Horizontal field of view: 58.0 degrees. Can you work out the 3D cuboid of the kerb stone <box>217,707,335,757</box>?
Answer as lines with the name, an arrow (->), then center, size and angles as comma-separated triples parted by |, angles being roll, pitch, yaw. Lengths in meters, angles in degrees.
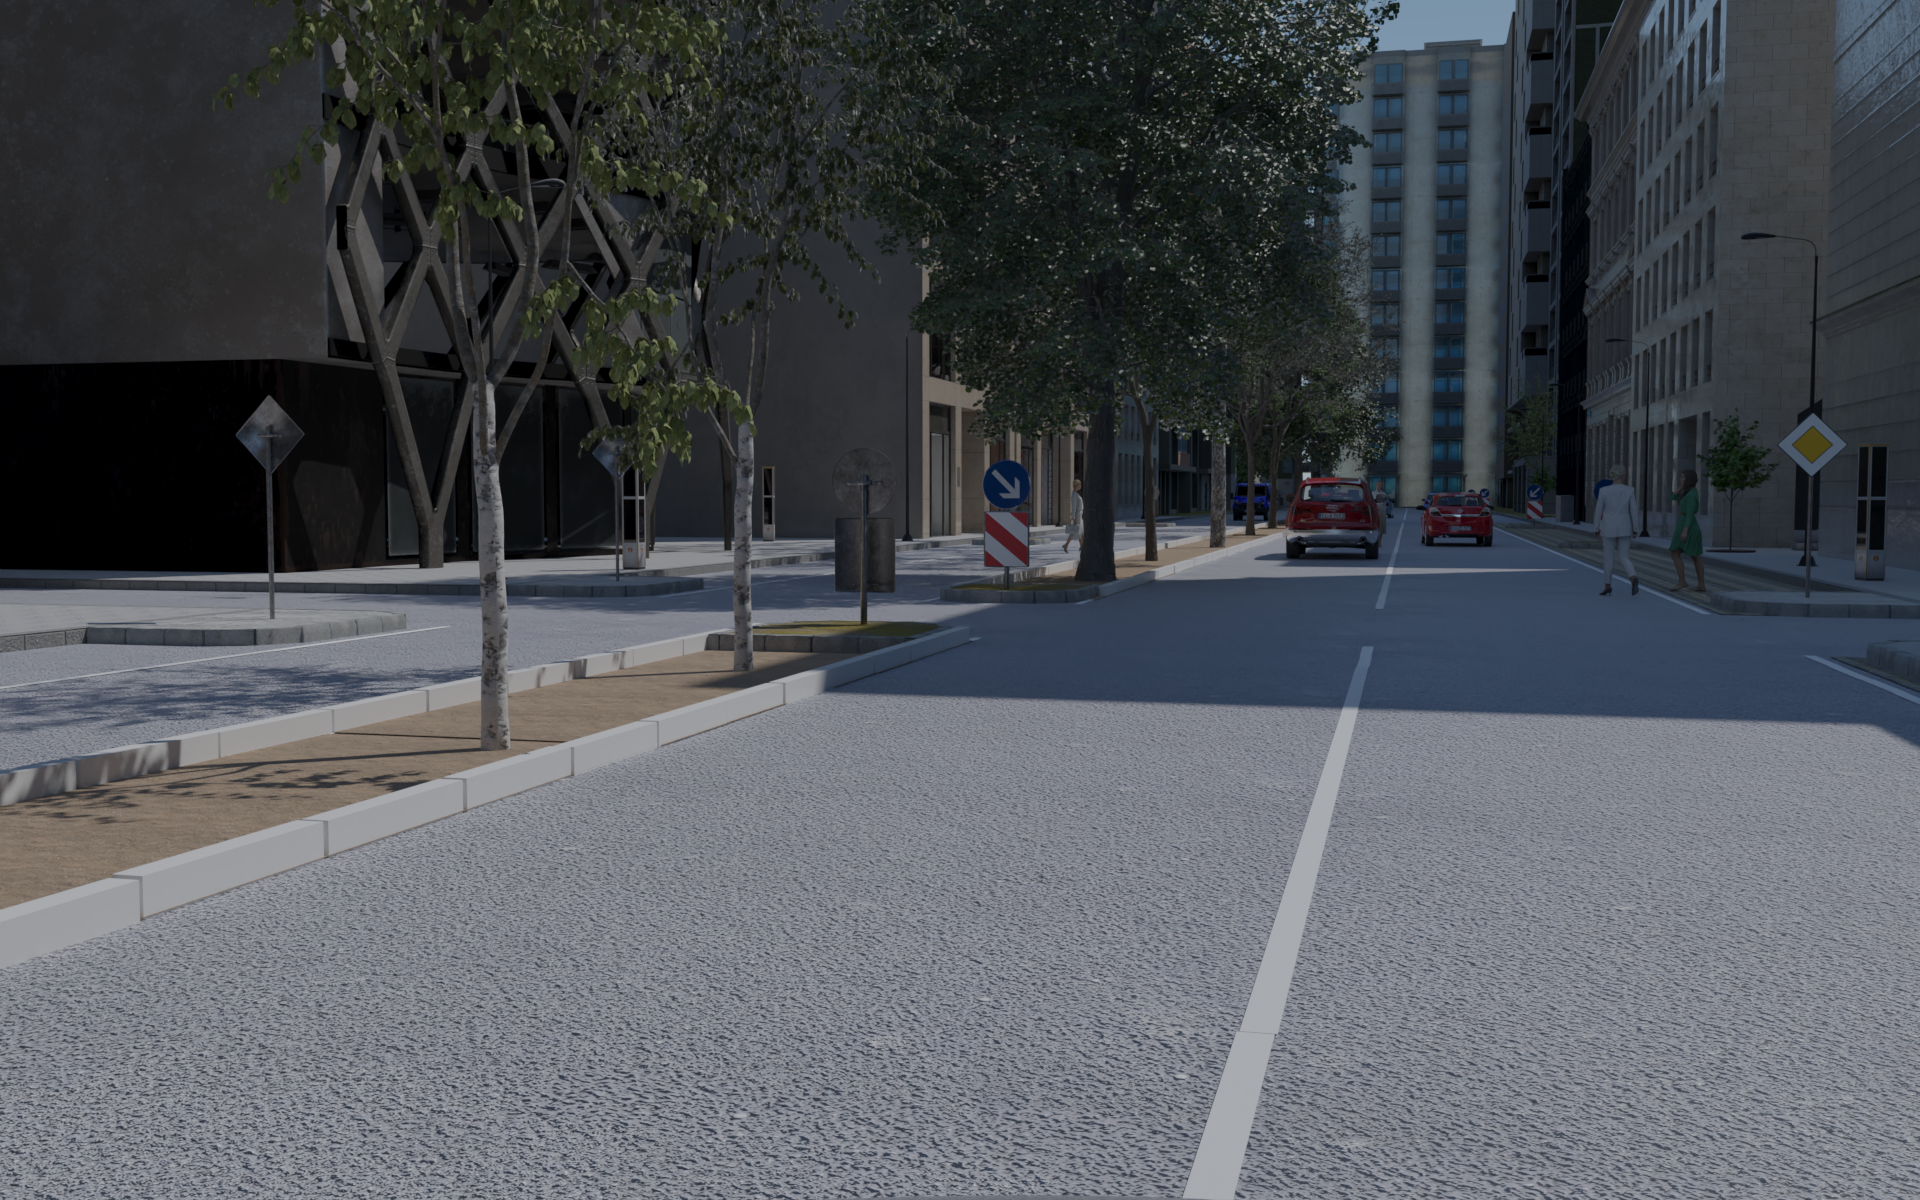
kerb stone -> -3.926, 0.759, 9.851 | 0.120, 0.150, 1.000 | 1, 4, 15

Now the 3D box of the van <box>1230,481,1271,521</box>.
van -> 16.018, -5.516, 94.565 | 2.240, 2.365, 5.245 | 1, 4, 14

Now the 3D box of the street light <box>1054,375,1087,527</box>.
street light -> 4.398, -5.799, 67.360 | 1.470, 5.913, 1.316 | 1, 4, 15

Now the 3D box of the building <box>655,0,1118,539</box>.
building -> -6.075, -16.086, 67.522 | 19.350, 26.468, 34.151 | 1, 4, 15

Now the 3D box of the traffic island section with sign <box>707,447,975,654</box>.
traffic island section with sign -> -1.098, -0.509, 16.459 | 2.006, 1.907, 1.989 | 1, 4, 15

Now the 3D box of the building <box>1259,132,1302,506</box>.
building -> 29.725, -30.825, 187.586 | 14.086, 41.232, 14.154 | 1, 4, 15

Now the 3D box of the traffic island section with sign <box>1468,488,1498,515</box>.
traffic island section with sign -> 36.269, -6.827, 120.242 | 1.989, 1.847, 2.006 | 1, 4, 15

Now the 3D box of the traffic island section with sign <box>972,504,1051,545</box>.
traffic island section with sign -> 1.530, -2.497, 49.451 | 1.989, 1.847, 2.006 | 1, 4, 15

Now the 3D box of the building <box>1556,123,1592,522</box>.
building -> 36.097, -15.528, 83.564 | 12.332, 23.373, 15.834 | 1, 4, 15

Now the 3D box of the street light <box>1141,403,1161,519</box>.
street light -> 9.908, -7.072, 88.160 | 1.470, 5.913, 1.316 | 1, 4, 15

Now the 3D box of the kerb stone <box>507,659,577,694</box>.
kerb stone -> -3.148, 0.575, 12.831 | 0.120, 0.150, 1.000 | 1, 4, 15

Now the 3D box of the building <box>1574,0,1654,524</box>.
building -> 30.313, -14.057, 65.981 | 11.583, 22.565, 21.152 | 1, 4, 15

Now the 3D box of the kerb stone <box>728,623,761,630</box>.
kerb stone -> -2.116, 0.333, 16.793 | 0.120, 0.150, 1.000 | 1, 4, 15

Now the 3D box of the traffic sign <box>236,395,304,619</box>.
traffic sign -> -7.049, -0.860, 17.699 | 0.795, 2.450, 0.064 | 1, 4, 15

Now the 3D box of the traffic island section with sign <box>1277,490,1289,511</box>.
traffic island section with sign -> 27.840, -8.672, 150.411 | 1.989, 1.847, 2.006 | 1, 4, 15

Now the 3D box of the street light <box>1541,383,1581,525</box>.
street light -> 25.330, -6.118, 72.563 | 1.470, 5.913, 1.316 | 1, 4, 15

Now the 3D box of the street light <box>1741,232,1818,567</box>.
street light -> 14.555, -3.562, 30.782 | 1.470, 5.913, 1.316 | 1, 4, 15

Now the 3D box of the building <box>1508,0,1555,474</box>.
building -> 57.805, -33.389, 135.147 | 28.713, 52.752, 27.495 | 1, 4, 15

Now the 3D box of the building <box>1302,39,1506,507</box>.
building -> 52.364, -34.637, 185.920 | 30.456, 49.044, 23.786 | 1, 4, 15

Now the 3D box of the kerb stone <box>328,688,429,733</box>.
kerb stone -> -3.673, 0.699, 10.855 | 0.120, 0.150, 1.000 | 1, 4, 15

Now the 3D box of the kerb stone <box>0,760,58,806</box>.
kerb stone -> -4.439, 0.876, 7.870 | 0.120, 0.150, 1.000 | 1, 4, 15

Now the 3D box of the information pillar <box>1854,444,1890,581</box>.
information pillar -> 13.500, -1.294, 25.648 | 0.304, 2.012, 0.304 | 0, 4, -5

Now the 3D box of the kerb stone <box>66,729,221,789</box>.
kerb stone -> -4.179, 0.816, 8.861 | 0.120, 0.150, 1.000 | 1, 4, 15

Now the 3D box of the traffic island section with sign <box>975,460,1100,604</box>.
traffic island section with sign -> 0.779, -0.947, 23.625 | 2.006, 1.907, 1.989 | 1, 4, 15

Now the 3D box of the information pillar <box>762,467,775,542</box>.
information pillar -> -5.168, -2.586, 46.773 | 0.304, 2.012, 0.304 | 0, 3, 0

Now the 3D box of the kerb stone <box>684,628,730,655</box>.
kerb stone -> -2.371, 0.391, 15.803 | 0.120, 0.150, 1.000 | 1, 4, 15

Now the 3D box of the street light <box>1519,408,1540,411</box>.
street light -> 30.825, -7.387, 93.325 | 1.470, 5.913, 1.316 | 1, 4, 15

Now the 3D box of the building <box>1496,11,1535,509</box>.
building -> 56.672, -31.031, 157.473 | 14.600, 45.320, 14.200 | 1, 4, 15

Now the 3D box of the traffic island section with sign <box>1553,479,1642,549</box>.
traffic island section with sign -> 16.848, -2.266, 45.672 | 1.989, 1.847, 2.006 | 1, 4, 15

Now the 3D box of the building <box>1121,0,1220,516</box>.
building -> 5.321, -28.139, 114.695 | 22.147, 44.769, 28.867 | 1, 4, 15

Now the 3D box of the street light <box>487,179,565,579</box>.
street light -> -6.492, -3.258, 25.809 | 1.470, 5.913, 1.316 | 1, 4, 15

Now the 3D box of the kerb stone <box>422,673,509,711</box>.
kerb stone -> -3.409, 0.633, 11.843 | 0.120, 0.150, 1.000 | 1, 4, 15

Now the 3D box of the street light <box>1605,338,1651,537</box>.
street light -> 19.883, -4.835, 51.588 | 1.470, 5.913, 1.316 | 1, 4, 15

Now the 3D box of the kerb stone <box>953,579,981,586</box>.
kerb stone -> 0.083, -0.180, 25.233 | 0.120, 0.150, 1.000 | 1, 4, 15

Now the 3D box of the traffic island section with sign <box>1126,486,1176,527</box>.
traffic island section with sign -> 8.383, -4.105, 75.744 | 1.989, 1.847, 2.006 | 1, 4, 15

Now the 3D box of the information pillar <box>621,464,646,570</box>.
information pillar -> -5.551, -1.527, 29.455 | 0.304, 2.012, 0.304 | 1, 4, 16

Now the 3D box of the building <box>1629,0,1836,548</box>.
building -> 25.200, -11.806, 47.776 | 10.420, 20.320, 16.860 | 1, 4, 15

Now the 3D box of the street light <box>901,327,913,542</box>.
street light -> -0.903, -4.526, 46.547 | 1.470, 5.913, 1.316 | 1, 4, 15

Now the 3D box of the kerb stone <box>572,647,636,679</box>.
kerb stone -> -2.883, 0.512, 13.821 | 0.120, 0.150, 1.000 | 1, 4, 15

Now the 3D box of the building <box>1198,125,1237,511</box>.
building -> 13.979, -22.223, 135.044 | 14.160, 30.474, 14.107 | 1, 4, 15

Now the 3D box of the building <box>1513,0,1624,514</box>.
building -> 47.677, -41.198, 111.837 | 20.563, 71.187, 20.611 | 1, 4, 15

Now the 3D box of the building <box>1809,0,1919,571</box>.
building -> 36.572, -15.024, 22.051 | 44.131, 29.872, 17.030 | 1, 4, 15

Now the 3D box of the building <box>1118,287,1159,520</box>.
building -> 4.183, -14.483, 91.547 | 10.420, 20.320, 16.860 | 1, 4, 15

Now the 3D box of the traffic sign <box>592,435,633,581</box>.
traffic sign -> -5.035, -1.332, 25.427 | 0.795, 2.450, 0.064 | 1, 4, 15

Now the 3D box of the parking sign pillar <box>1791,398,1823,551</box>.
parking sign pillar -> 19.728, -3.110, 39.320 | 1.447, 3.967, 1.447 | 3, 4, 38

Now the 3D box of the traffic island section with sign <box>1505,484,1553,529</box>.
traffic island section with sign -> 23.644, -3.861, 71.760 | 1.989, 1.847, 2.006 | 1, 4, 15

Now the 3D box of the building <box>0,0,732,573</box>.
building -> -13.819, -10.360, 36.832 | 16.820, 18.784, 16.811 | 1, 4, 15

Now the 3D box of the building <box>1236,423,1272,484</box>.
building -> 13.878, -19.501, 163.880 | 28.899, 21.520, 27.650 | 1, 4, 15

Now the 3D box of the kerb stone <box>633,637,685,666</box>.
kerb stone -> -2.630, 0.452, 14.812 | 0.120, 0.150, 1.000 | 1, 4, 15

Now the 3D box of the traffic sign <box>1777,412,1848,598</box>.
traffic sign -> 10.488, -1.085, 21.376 | 0.795, 2.450, 0.064 | 1, 4, 15
